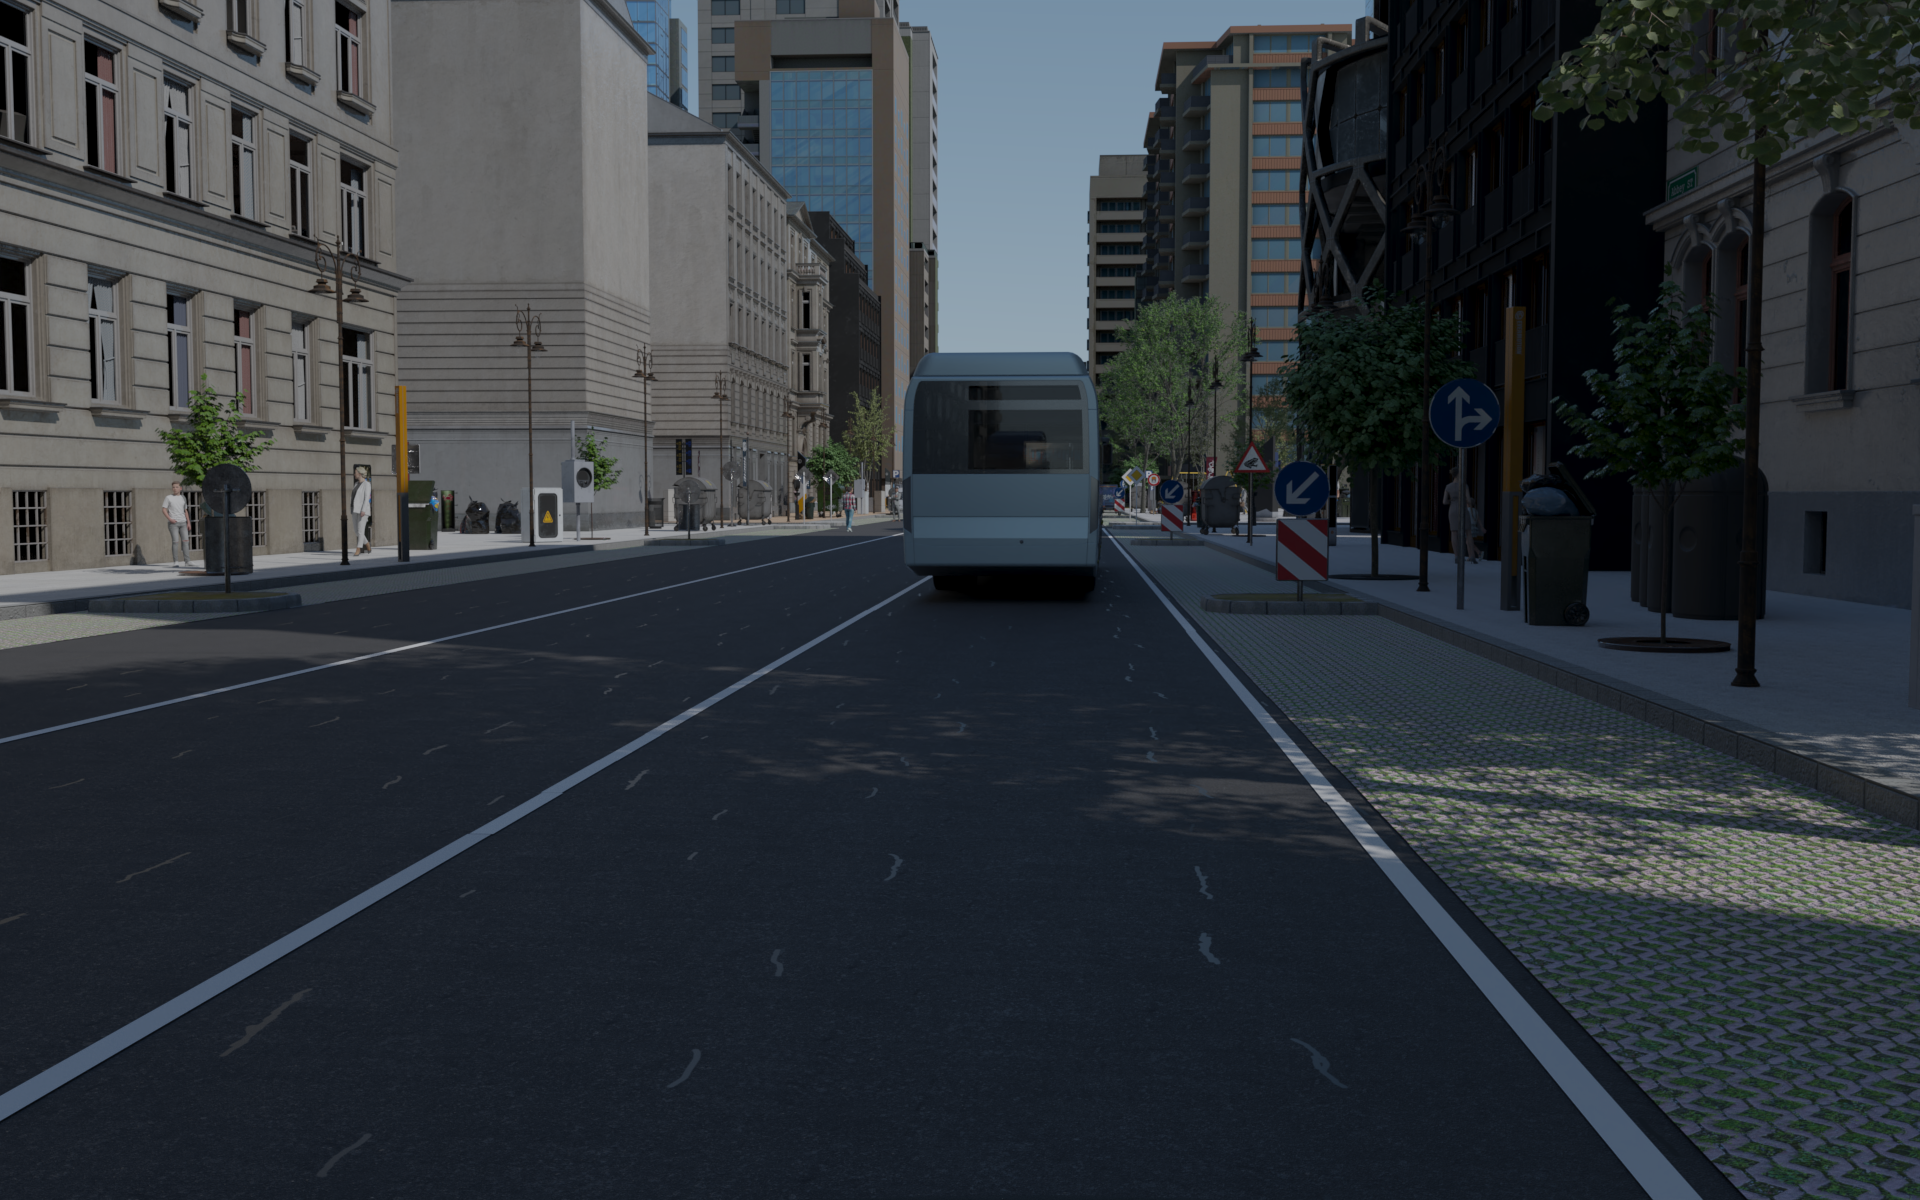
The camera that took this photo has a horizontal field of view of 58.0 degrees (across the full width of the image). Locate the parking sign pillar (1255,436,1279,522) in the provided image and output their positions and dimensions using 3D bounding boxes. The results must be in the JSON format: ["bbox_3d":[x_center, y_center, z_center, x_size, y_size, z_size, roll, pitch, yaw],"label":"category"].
[{"bbox_3d":[14.199,-5.635,80.608,1.447,3.967,1.447,-3,5,-39],"label":"parking sign pillar"}]

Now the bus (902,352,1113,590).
[{"bbox_3d":[1.090,-2.092,29.066,2.948,3.499,13.247,0,4,5],"label":"bus"}]

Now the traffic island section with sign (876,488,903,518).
[{"bbox_3d":[-3.977,-5.856,104.378,1.989,1.847,2.006,0,4,4],"label":"traffic island section with sign"}]

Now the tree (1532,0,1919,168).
[{"bbox_3d":[4.647,-5.361,5.783,7.486,12.596,7.792,0,3,0],"label":"tree"}]

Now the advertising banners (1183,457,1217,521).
[{"bbox_3d":[11.017,-5.200,81.212,2.074,3.025,0.090,1,4,12],"label":"advertising banners"}]

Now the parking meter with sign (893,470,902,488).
[{"bbox_3d":[-4.501,-8.030,127.554,0.543,3.016,1.738,1,4,13],"label":"parking meter with sign"}]

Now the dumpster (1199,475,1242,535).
[{"bbox_3d":[8.221,-2.988,54.604,1.264,1.857,1.865,0,4,4],"label":"dumpster"}]

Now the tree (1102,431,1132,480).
[{"bbox_3d":[17.561,-14.823,192.715,4.360,8.622,3.978,0,3,0],"label":"tree"}]

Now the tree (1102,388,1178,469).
[{"bbox_3d":[15.183,-12.983,146.680,7.601,10.594,8.767,-2,4,-26],"label":"tree"}]

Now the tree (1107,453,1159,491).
[{"bbox_3d":[14.264,-9.412,137.606,4.285,4.588,4.351,0,3,0],"label":"tree"}]

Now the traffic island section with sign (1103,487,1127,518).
[{"bbox_3d":[9.392,-5.794,103.356,1.989,1.847,2.006,0,4,4],"label":"traffic island section with sign"}]

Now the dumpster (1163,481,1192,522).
[{"bbox_3d":[9.923,-4.476,78.938,1.264,1.857,1.865,0,4,4],"label":"dumpster"}]

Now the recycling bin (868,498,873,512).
[{"bbox_3d":[-6.067,-6.697,122.045,0.722,1.027,0.722,2,4,30],"label":"recycling bin"}]

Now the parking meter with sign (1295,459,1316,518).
[{"bbox_3d":[17.505,-5.473,85.747,1.738,3.016,0.543,2,4,28],"label":"parking meter with sign"}]

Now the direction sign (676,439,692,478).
[{"bbox_3d":[-11.306,-4.832,70.999,0.876,3.537,0.379,2,4,34],"label":"direction sign"}]

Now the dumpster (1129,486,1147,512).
[{"bbox_3d":[12.724,-7.200,123.484,1.264,1.857,1.865,0,4,4],"label":"dumpster"}]

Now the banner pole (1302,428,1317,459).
[{"bbox_3d":[9.996,-3.627,49.312,0.863,3.779,0.401,1,4,11],"label":"banner pole"}]

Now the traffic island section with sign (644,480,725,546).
[{"bbox_3d":[-7.662,-2.443,48.577,1.989,1.847,2.006,0,4,4],"label":"traffic island section with sign"}]

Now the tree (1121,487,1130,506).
[{"bbox_3d":[17.440,-11.422,181.345,1.663,3.219,1.824,0,3,0],"label":"tree"}]

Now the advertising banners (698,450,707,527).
[{"bbox_3d":[-10.221,-4.428,68.582,0.090,3.025,2.074,-1,4,-15],"label":"advertising banners"}]

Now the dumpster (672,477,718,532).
[{"bbox_3d":[-9.174,-3.311,59.897,1.264,1.857,1.865,0,4,4],"label":"dumpster"}]

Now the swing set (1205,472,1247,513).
[{"bbox_3d":[18.305,-7.089,113.526,2.862,2.851,3.119,-1,4,-23],"label":"swing set"}]

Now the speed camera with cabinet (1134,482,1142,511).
[{"bbox_3d":[13.794,-8.508,133.446,0.660,3.252,2.038,0,4,1],"label":"speed camera with cabinet"}]

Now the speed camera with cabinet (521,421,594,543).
[{"bbox_3d":[-10.712,-3.166,46.104,0.660,3.252,2.038,3,4,37],"label":"speed camera with cabinet"}]

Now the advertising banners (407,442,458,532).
[{"bbox_3d":[-17.896,-3.780,57.994,2.074,3.025,0.090,-2,4,-29],"label":"advertising banners"}]

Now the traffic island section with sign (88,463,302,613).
[{"bbox_3d":[-9.424,-0.798,21.667,1.989,1.847,2.006,0,4,4],"label":"traffic island section with sign"}]

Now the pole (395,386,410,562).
[{"bbox_3d":[-10.530,-2.376,32.690,0.158,3.312,0.155,0,3,0],"label":"pole"}]

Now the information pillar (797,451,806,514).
[{"bbox_3d":[-8.587,-6.271,93.889,0.504,3.616,0.183,1,4,19],"label":"information pillar"}]

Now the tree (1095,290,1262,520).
[{"bbox_3d":[10.978,-9.862,86.994,9.928,11.665,9.643,0,3,0],"label":"tree"}]

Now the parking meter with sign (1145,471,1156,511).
[{"bbox_3d":[14.205,-8.098,128.656,0.543,3.016,1.738,0,4,-8],"label":"parking meter with sign"}]

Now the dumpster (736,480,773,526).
[{"bbox_3d":[-8.452,-4.000,71.161,1.264,1.857,1.865,0,4,4],"label":"dumpster"}]

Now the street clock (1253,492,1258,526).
[{"bbox_3d":[11.837,-3.990,69.811,0.471,2.002,0.358,2,4,33],"label":"street clock"}]

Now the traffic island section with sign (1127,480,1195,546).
[{"bbox_3d":[5.786,-2.440,48.520,1.989,1.847,2.006,0,4,4],"label":"traffic island section with sign"}]

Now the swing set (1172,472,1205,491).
[{"bbox_3d":[16.808,-7.850,125.975,3.119,2.851,2.862,-2,4,-32],"label":"swing set"}]

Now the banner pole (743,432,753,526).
[{"bbox_3d":[-8.608,-4.874,69.707,0.401,3.779,0.863,1,4,12],"label":"banner pole"}]

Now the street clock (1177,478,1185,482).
[{"bbox_3d":[10.203,-4.623,80.150,0.358,2.002,0.471,2,4,34],"label":"street clock"}]

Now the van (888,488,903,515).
[{"bbox_3d":[-3.625,-6.511,113.461,2.013,2.044,4.112,0,4,4],"label":"van"}]

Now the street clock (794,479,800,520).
[{"bbox_3d":[-8.067,-4.965,85.755,0.358,2.002,0.471,-1,4,-19],"label":"street clock"}]

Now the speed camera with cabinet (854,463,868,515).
[{"bbox_3d":[-6.237,-7.028,109.250,0.660,3.252,2.038,0,4,7],"label":"speed camera with cabinet"}]

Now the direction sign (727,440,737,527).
[{"bbox_3d":[-8.988,-4.654,68.084,0.379,3.537,0.876,0,4,-8],"label":"direction sign"}]

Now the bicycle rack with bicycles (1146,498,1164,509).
[{"bbox_3d":[16.692,-8.329,149.557,2.852,0.926,2.925,1,4,17],"label":"bicycle rack with bicycles"}]

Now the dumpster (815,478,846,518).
[{"bbox_3d":[-7.070,-5.623,94.422,1.502,2.255,1.985,0,4,4],"label":"dumpster"}]

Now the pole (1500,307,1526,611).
[{"bbox_3d":[6.066,-1.538,18.991,0.158,3.312,0.155,0,3,0],"label":"pole"}]

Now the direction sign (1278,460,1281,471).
[{"bbox_3d":[21.082,-7.580,115.931,0.876,3.537,0.379,3,5,44],"label":"direction sign"}]

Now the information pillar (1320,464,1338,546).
[{"bbox_3d":[9.099,-2.340,42.757,0.304,2.012,0.304,-2,4,-31],"label":"information pillar"}]

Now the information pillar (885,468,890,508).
[{"bbox_3d":[-6.422,-9.922,153.582,0.504,3.616,0.183,-2,4,-24],"label":"information pillar"}]

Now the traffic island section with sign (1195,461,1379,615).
[{"bbox_3d":[4.000,-0.777,21.336,1.989,1.847,2.006,0,4,4],"label":"traffic island section with sign"}]

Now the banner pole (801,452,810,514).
[{"bbox_3d":[-9.119,-6.862,102.205,0.401,3.779,0.863,3,5,43],"label":"banner pole"}]
